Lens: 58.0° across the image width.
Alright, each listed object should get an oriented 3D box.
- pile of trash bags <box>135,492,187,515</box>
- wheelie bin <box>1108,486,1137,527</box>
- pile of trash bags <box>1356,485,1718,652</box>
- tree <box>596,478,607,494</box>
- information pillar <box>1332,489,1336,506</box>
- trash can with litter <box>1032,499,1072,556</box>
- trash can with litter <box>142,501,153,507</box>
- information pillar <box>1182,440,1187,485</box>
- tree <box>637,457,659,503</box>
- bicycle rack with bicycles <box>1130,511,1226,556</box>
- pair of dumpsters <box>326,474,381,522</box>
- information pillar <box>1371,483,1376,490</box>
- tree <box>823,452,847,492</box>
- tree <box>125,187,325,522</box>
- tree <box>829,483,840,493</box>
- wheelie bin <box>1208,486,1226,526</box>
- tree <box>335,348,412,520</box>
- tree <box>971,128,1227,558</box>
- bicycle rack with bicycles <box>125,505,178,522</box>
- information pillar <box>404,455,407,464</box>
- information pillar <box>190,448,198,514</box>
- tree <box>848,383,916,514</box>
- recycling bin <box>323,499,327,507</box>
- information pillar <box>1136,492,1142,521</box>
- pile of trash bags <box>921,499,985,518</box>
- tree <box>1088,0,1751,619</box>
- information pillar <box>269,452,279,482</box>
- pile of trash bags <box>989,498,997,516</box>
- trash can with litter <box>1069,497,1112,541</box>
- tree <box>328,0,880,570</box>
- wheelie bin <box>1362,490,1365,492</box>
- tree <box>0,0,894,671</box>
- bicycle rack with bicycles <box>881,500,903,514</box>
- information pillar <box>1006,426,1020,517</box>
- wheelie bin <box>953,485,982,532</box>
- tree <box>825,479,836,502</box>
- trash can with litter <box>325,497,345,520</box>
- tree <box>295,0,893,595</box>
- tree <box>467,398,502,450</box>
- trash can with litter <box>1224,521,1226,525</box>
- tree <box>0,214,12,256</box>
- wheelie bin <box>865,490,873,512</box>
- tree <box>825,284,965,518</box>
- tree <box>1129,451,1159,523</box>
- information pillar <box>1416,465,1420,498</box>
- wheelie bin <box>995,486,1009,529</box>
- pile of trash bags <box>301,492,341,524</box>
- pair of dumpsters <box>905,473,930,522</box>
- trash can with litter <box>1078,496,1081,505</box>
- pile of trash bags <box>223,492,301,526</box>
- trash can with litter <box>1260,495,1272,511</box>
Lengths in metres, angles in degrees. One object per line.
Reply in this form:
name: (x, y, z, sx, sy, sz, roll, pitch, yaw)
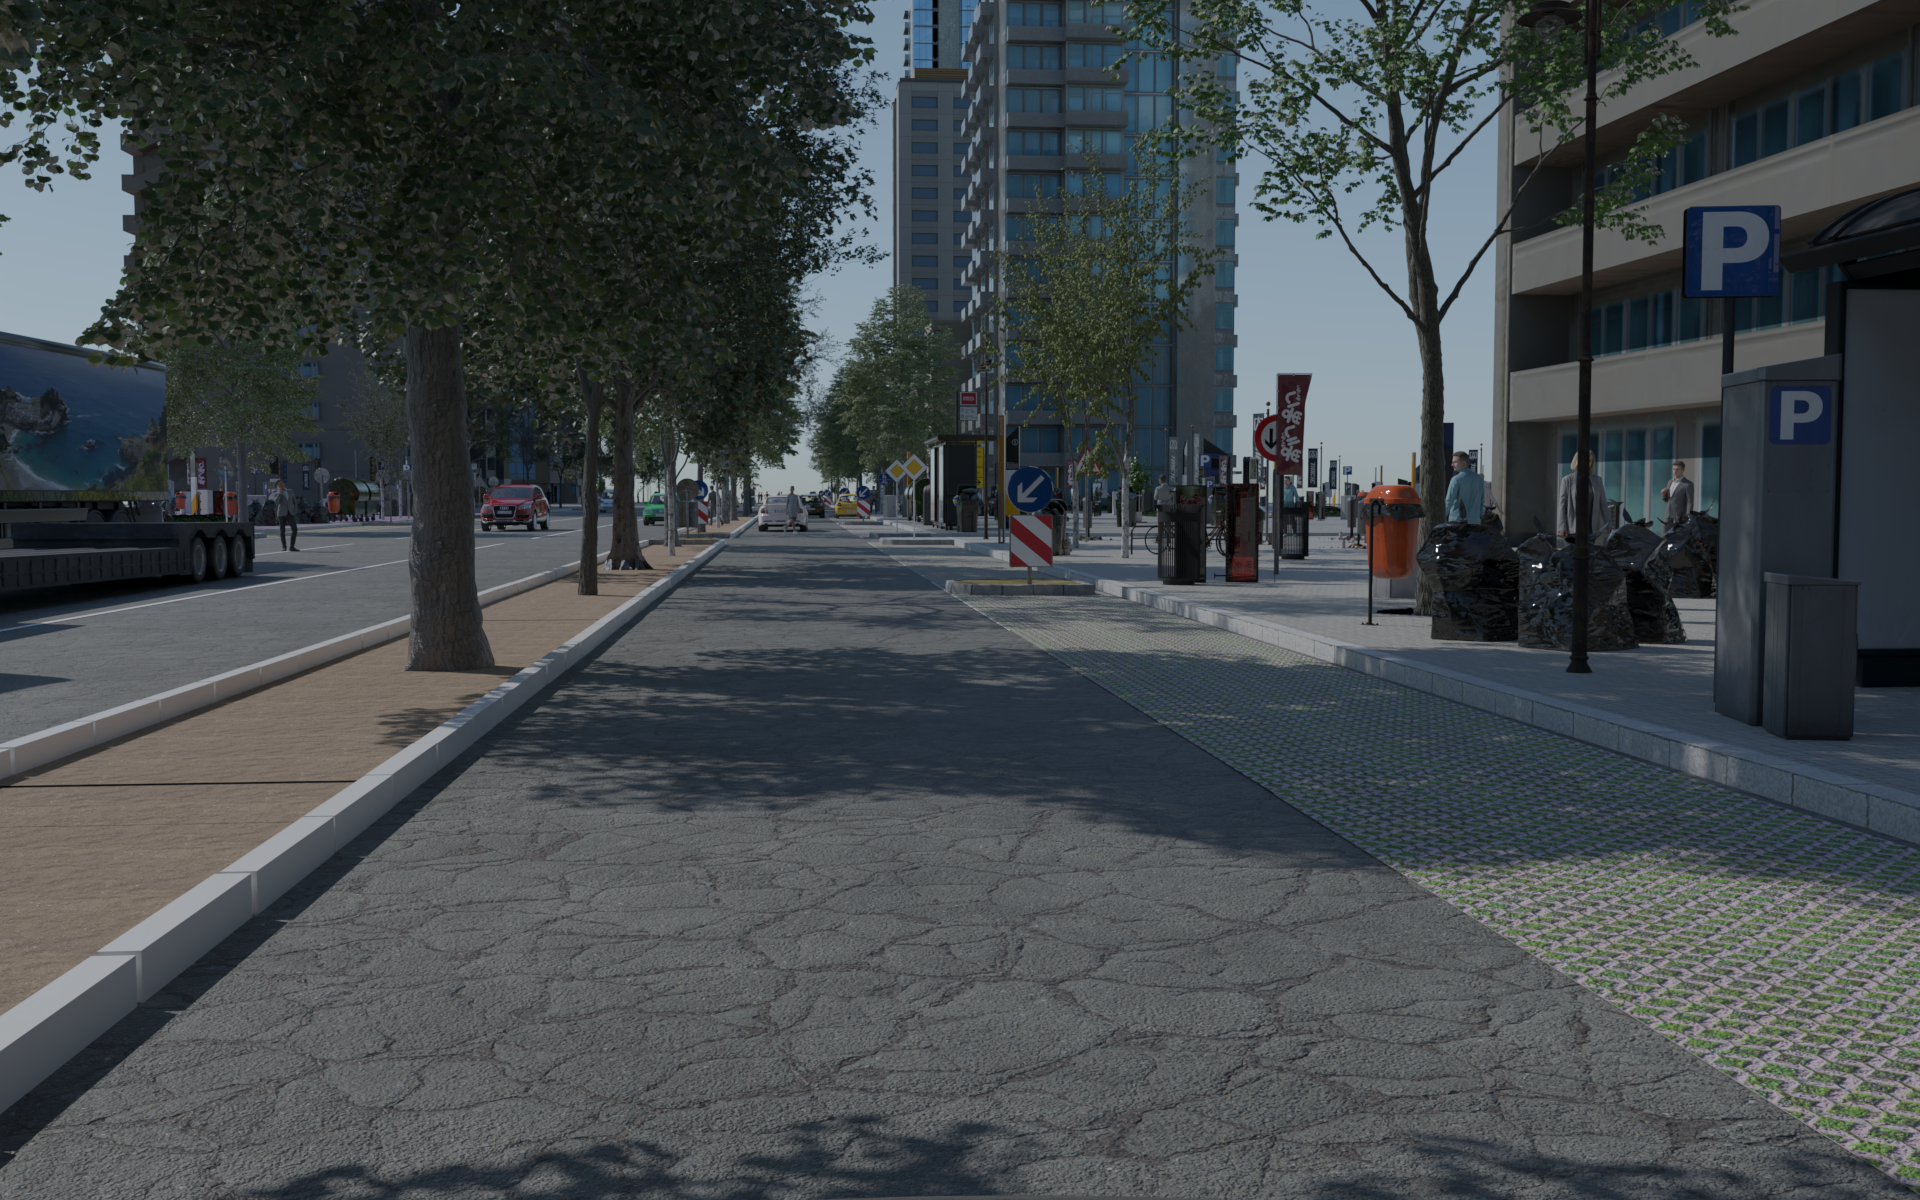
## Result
pile of trash bags: (-44.030, -5.257, 95.700, 3.447, 1.369, 1.912, 2, 4, 25)
wheelie bin: (6.469, -3.639, 67.399, 0.980, 1.594, 0.693, 3, 5, 41)
pile of trash bags: (4.897, -0.371, 15.813, 1.912, 1.369, 3.447, -2, 4, -29)
tree: (-38.417, -11.664, 185.309, 1.663, 3.219, 1.824, 0, 3, 0)
information pillar: (28.363, -8.560, 131.318, 0.183, 3.616, 0.504, 0, 4, -7)
trash can with litter: (1.936, -1.516, 36.174, 0.624, 1.170, 1.055, 2, 4, 24)
trash can with litter: (-38.931, -4.454, 83.877, 1.678, 1.210, 2.233, 2, 4, 34)
information pillar: (9.761, -5.130, 75.233, 0.183, 3.616, 0.504, 1, 4, 20)
tree: (-47.265, -19.056, 261.929, 4.737, 8.622, 4.395, 0, 3, 0)
bicycle rack with bicycles: (5.075, -1.414, 36.497, 2.925, 0.926, 2.852, -2, 4, -34)
pair of dumpsters: (-28.227, -4.776, 80.579, 1.574, 2.255, 4.437, 0, 4, -6)
information pillar: (26.803, -6.588, 112.201, 0.304, 2.012, 0.304, 1, 4, 16)
tree: (-11.600, -13.799, 175.976, 4.360, 8.622, 3.978, 0, 3, 0)
tree: (-26.875, -8.903, 63.691, 7.486, 12.596, 7.792, 0, 3, 0)
tree: (-18.011, -15.716, 251.560, 1.663, 3.219, 1.824, 0, 3, 0)
wheelie bin: (10.590, -3.814, 70.259, 0.980, 1.594, 0.693, -1, 4, -13)
tree: (-28.600, -8.265, 85.489, 4.360, 8.622, 3.978, 0, 3, 0)
tree: (3.070, -5.142, 34.439, 4.737, 8.622, 4.395, 0, 3, 0)
bicycle rack with bicycles: (-27.205, -2.614, 56.121, 2.925, 0.926, 2.852, 3, 5, 41)
information pillar: (-33.211, -6.880, 103.843, 0.183, 3.616, 0.504, 0, 4, -8)
information pillar: (-37.214, -5.674, 84.123, 0.504, 3.616, 0.183, 3, 5, 40)
tree: (-4.757, -9.915, 112.480, 4.360, 8.622, 3.978, 0, 3, 0)
recycling bin: (-35.863, -5.255, 98.465, 0.722, 1.027, 0.722, -1, 4, -12)
information pillar: (8.470, -4.761, 82.341, 0.304, 2.012, 0.304, -1, 4, -13)
pile of trash bags: (-0.511, -5.161, 94.142, 3.447, 1.369, 1.912, 3, 4, 38)
tree: (4.888, -5.650, 18.127, 9.928, 11.665, 9.643, 0, 3, 0)
information pillar: (-36.968, -6.242, 93.405, 0.504, 3.616, 0.183, 0, 4, -6)
pile of trash bags: (2.217, -5.497, 99.626, 3.447, 1.369, 1.912, 1, 4, 10)
trash can with litter: (3.385, -2.265, 48.093, 1.678, 1.210, 2.233, 1, 4, 12)
tree: (-6.321, -6.903, 32.331, 9.611, 12.733, 9.660, 0, 3, 0)
wheelie bin: (30.773, -7.613, 132.382, 0.693, 1.594, 0.980, 1, 4, 22)
tree: (-4.166, -6.396, 13.688, 9.857, 13.997, 8.962, 0, 3, 0)
bicycle rack with bicycles: (-3.789, -5.919, 110.162, 2.852, 0.926, 2.925, -1, 4, -20)
information pillar: (1.835, -4.184, 59.768, 0.504, 3.616, 0.183, 1, 4, 18)
wheelie bin: (0.282, -3.073, 58.155, 0.980, 1.594, 0.693, -1, 4, -18)
tree: (-17.775, -18.039, 245.291, 4.737, 8.622, 4.395, 0, 3, 0)
trash can with litter: (-31.273, -4.616, 86.861, 1.055, 1.170, 0.624, 0, 4, 1)
tree: (-5.239, -5.315, 23.771, 8.767, 10.594, 7.601, 0, 4, -6)
tree: (-35.101, -14.080, 140.574, 12.009, 13.543, 11.850, 0, 3, 0)
trash can with litter: (10.059, -3.169, 63.196, 1.055, 1.170, 0.624, -3, 4, -36)
tree: (-25.276, -7.338, 38.105, 7.486, 12.596, 7.792, 0, 3, 0)
wheelie bin: (-6.636, -7.117, 124.275, 0.980, 1.594, 0.693, 2, 4, 34)
tree: (-3.369, -10.774, 94.284, 7.486, 12.596, 7.792, 0, 3, 0)
tree: (7.822, -5.057, 77.278, 1.663, 3.219, 1.824, 0, 3, 0)
information pillar: (35.647, -8.788, 135.036, 0.504, 3.616, 0.183, 2, 4, 34)
wheelie bin: (1.699, -3.449, 64.294, 0.693, 1.594, 0.980, 2, 4, 26)
pile of trash bags: (-28.244, -4.010, 75.321, 1.912, 1.369, 3.447, 1, 4, 22)
pair of dumpsters: (-1.635, -4.754, 80.215, 1.574, 2.255, 4.437, 0, 4, -6)
trash can with litter: (8.663, -7.258, 130.063, 0.624, 1.170, 1.055, -1, 4, -18)
pile of trash bags: (-28.333, -3.645, 69.345, 1.912, 1.369, 3.447, 1, 4, 9)
trash can with litter: (23.668, -7.449, 132.854, 2.233, 1.210, 1.678, 1, 4, 9)
